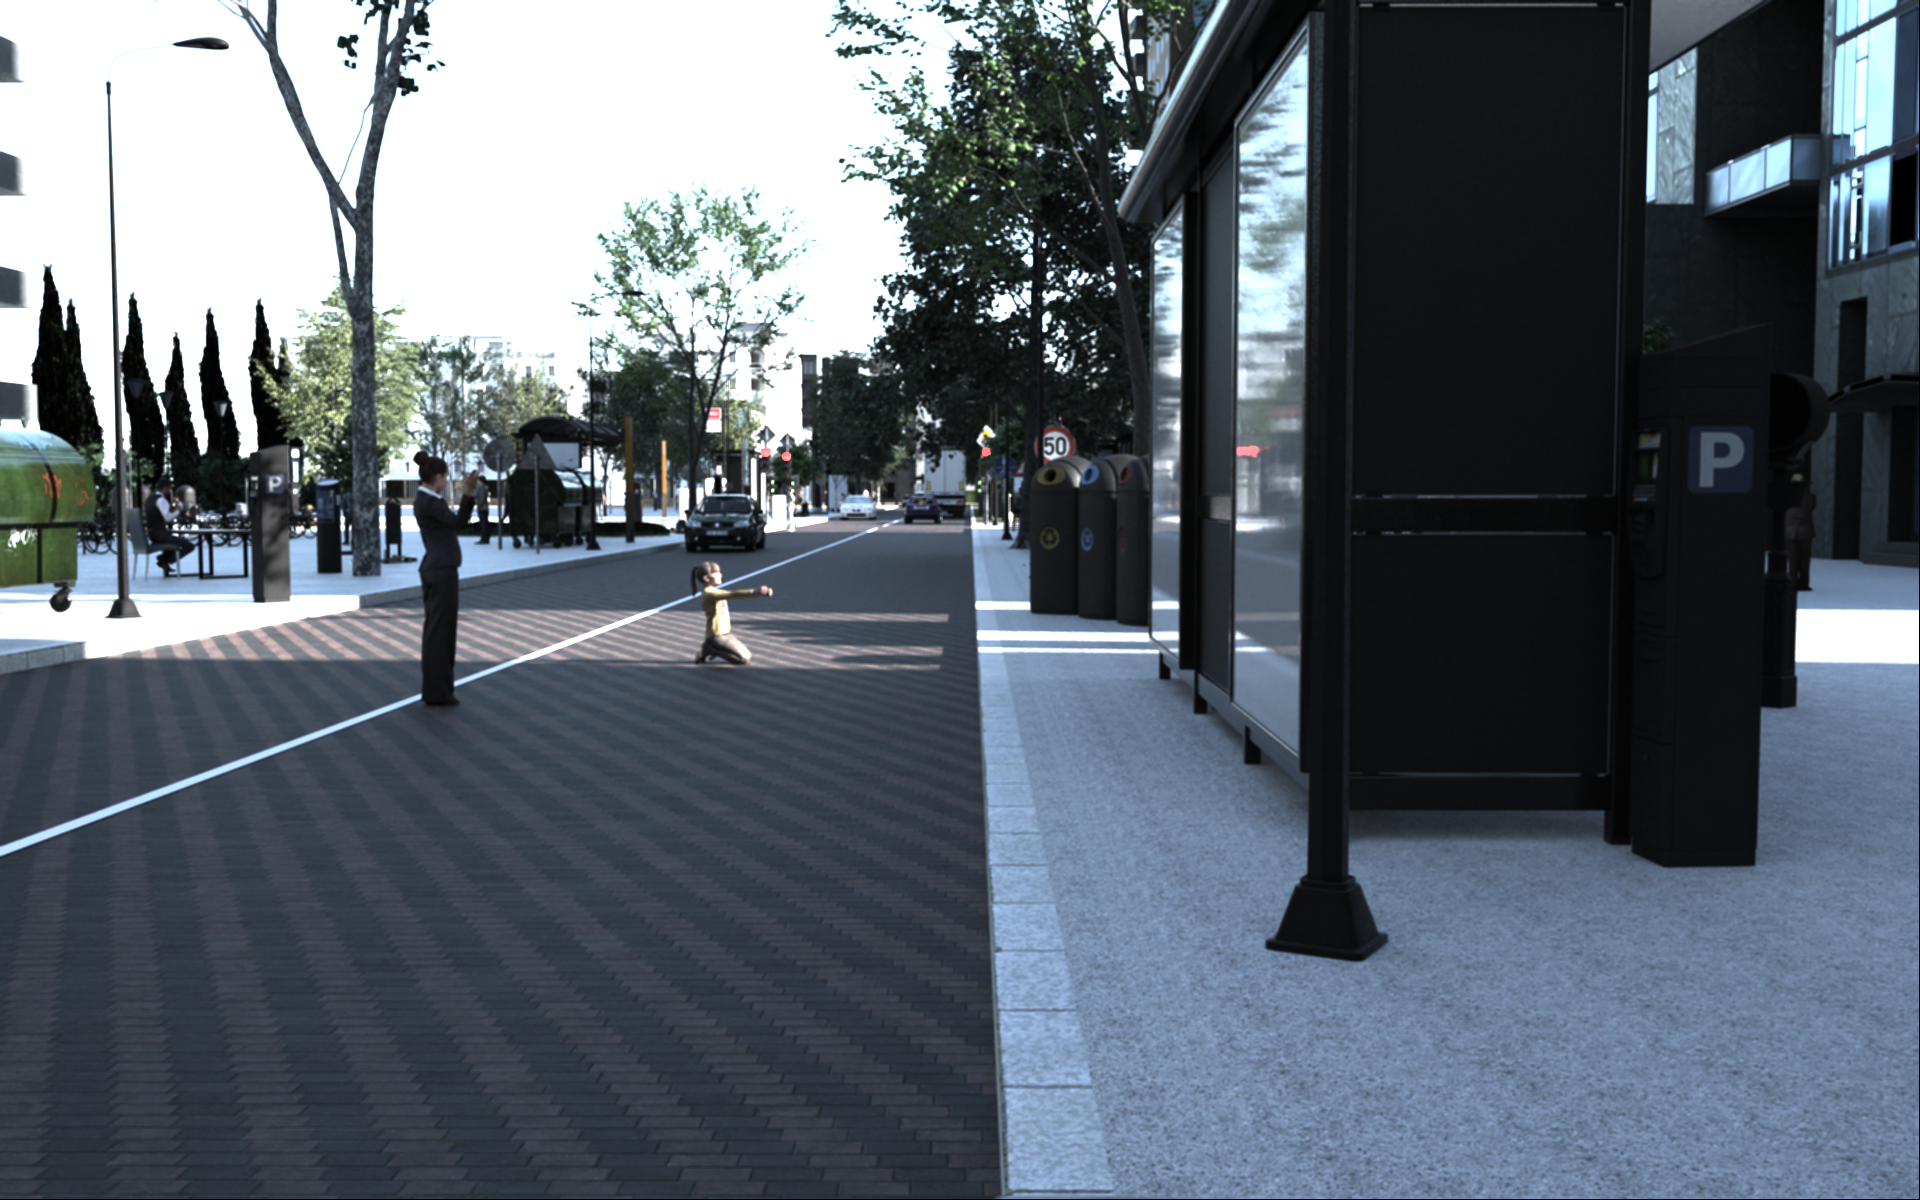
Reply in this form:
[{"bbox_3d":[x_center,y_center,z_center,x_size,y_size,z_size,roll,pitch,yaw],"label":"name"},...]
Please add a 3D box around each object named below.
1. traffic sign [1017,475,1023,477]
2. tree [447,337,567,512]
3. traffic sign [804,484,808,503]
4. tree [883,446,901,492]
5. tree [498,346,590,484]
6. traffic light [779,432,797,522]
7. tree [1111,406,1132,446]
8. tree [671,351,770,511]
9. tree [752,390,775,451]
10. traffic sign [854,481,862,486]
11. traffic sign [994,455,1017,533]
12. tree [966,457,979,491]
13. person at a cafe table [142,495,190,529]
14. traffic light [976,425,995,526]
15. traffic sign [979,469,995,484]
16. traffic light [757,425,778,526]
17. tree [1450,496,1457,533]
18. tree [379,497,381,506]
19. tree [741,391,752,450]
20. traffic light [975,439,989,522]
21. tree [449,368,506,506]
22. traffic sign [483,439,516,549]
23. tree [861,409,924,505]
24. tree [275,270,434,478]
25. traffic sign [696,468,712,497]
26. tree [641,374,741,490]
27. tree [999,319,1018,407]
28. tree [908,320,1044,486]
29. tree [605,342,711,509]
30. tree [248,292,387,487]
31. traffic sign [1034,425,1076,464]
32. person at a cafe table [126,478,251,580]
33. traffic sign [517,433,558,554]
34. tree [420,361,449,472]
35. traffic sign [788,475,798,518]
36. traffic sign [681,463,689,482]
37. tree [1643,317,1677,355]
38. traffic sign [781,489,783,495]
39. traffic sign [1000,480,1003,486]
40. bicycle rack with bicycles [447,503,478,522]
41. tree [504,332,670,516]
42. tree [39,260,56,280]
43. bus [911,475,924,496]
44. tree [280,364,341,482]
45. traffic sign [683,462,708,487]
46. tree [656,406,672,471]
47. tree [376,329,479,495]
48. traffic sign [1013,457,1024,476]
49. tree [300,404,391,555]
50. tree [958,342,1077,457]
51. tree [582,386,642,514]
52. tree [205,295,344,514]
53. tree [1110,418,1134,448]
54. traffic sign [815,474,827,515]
[{"bbox_3d":[2.169,-3.206,52.428,0.884,2.594,0.081,0,4,5],"label":"traffic sign"},{"bbox_3d":[-20.973,-8.030,81.660,4.360,8.622,3.978,0,3,0],"label":"tree"},{"bbox_3d":[-10.806,-7.368,120.577,0.768,2.556,0.104,0,4,2],"label":"traffic sign"},{"bbox_3d":[-8.117,-13.900,177.628,4.360,8.622,3.978,0,3,0],"label":"tree"},{"bbox_3d":[-21.427,-8.338,86.682,4.737,8.622,4.395,0,3,0],"label":"tree"},{"bbox_3d":[-7.818,-5.480,78.525,0.839,4.253,0.868,0,4,0],"label":"traffic light"},{"bbox_3d":[10.455,-11.025,130.615,4.737,8.622,4.395,0,3,0],"label":"tree"},{"bbox_3d":[-11.999,-8.532,89.864,4.737,8.622,4.395,0,3,0],"label":"tree"},{"bbox_3d":[-15.084,-10.453,121.276,4.360,8.622,3.978,0,3,0],"label":"tree"},{"bbox_3d":[-9.095,-9.408,153.930,0.768,2.556,0.104,1,4,8],"label":"traffic sign"},{"bbox_3d":[1.480,-3.451,56.530,0.768,2.556,0.104,0,4,1],"label":"traffic sign"},{"bbox_3d":[2.195,-12.559,155.700,4.360,8.622,3.978,0,3,0],"label":"tree"},{"bbox_3d":[-27.305,-2.960,59.261,1.726,1.238,1.698,-1,4,-17],"label":"person at a cafe table"},{"bbox_3d":[1.057,-4.990,70.504,0.839,4.253,0.868,0,4,0],"label":"traffic light"},{"bbox_3d":[1.320,-5.128,83.956,0.768,2.556,0.104,0,4,7],"label":"traffic sign"},{"bbox_3d":[-7.865,-4.992,70.540,0.839,4.253,0.868,0,4,0],"label":"traffic light"},{"bbox_3d":[9.894,-5.184,35.113,4.360,8.622,3.978,0,3,0],"label":"tree"},{"bbox_3d":[-57.040,-14.678,141.803,13.155,14.587,18.604,1,4,18],"label":"tree"},{"bbox_3d":[-16.800,-10.133,116.040,4.360,8.622,3.978,0,3,0],"label":"tree"},{"bbox_3d":[1.103,-5.478,78.489,0.839,4.253,0.868,0,4,0],"label":"traffic light"},{"bbox_3d":[-32.266,-11.532,122.953,8.767,10.594,7.601,-2,4,-24],"label":"tree"},{"bbox_3d":[-10.663,-2.446,40.094,0.768,2.556,0.104,0,4,3],"label":"traffic sign"},{"bbox_3d":[-7.749,-18.174,207.519,12.009,13.543,11.850,0,3,0],"label":"tree"},{"bbox_3d":[-30.870,-10.419,88.480,7.486,12.596,7.792,0,3,0],"label":"tree"},{"bbox_3d":[-10.025,-4.018,67.821,0.606,2.300,0.079,0,4,5],"label":"traffic sign"},{"bbox_3d":[-17.138,-9.783,110.312,4.360,8.622,3.978,0,3,0],"label":"tree"},{"bbox_3d":[4.166,-19.924,181.638,12.611,20.169,13.585,0,3,0],"label":"tree"},{"bbox_3d":[2.287,-13.228,122.934,9.857,13.997,8.962,0,3,0],"label":"tree"},{"bbox_3d":[-25.529,-14.682,146.702,9.857,13.997,8.962,0,3,0],"label":"tree"},{"bbox_3d":[-22.618,-6.805,61.617,4.737,8.622,4.395,0,3,0],"label":"tree"},{"bbox_3d":[1.768,-1.963,32.207,0.768,2.556,0.104,1,4,9],"label":"traffic sign"},{"bbox_3d":[-11.835,-1.098,26.466,1.698,1.524,1.622,3,4,38],"label":"person at a cafe table"},{"bbox_3d":[-9.070,-2.272,37.150,0.884,2.594,0.081,0,4,4],"label":"traffic sign"},{"bbox_3d":[-28.110,-8.926,96.298,4.360,8.622,3.978,0,3,0],"label":"tree"},{"bbox_3d":[-8.944,-5.528,92.508,0.606,2.300,0.079,1,4,9],"label":"traffic sign"},{"bbox_3d":[-11.120,-4.365,71.470,0.768,2.556,0.104,0,4,4],"label":"traffic sign"},{"bbox_3d":[9.885,-2.677,27.480,4.285,4.588,4.351,0,3,0],"label":"tree"},{"bbox_3d":[-10.666,-6.347,103.880,0.768,2.556,0.104,0,4,7],"label":"traffic sign"},{"bbox_3d":[3.054,-8.214,134.302,0.884,2.594,0.081,1,4,10],"label":"traffic sign"},{"bbox_3d":[-20.538,-3.470,70.114,2.852,0.926,2.925,-2,4,-31],"label":"bicycle rack with bicycles"},{"bbox_3d":[-20.457,-10.056,98.833,8.767,10.594,7.601,0,3,0],"label":"tree"},{"bbox_3d":[-54.702,-11.994,97.919,18.604,14.587,13.155,2,4,28],"label":"tree"},{"bbox_3d":[-4.734,-14.116,222.347,2.896,3.916,12.252,0,4,-1],"label":"bus"},{"bbox_3d":[-35.582,-8.939,96.514,4.360,8.622,3.978,0,3,0],"label":"tree"},{"bbox_3d":[-9.344,-3.745,61.226,0.884,2.594,0.081,0,4,2],"label":"traffic sign"},{"bbox_3d":[-21.979,-11.297,135.075,4.737,8.622,4.395,0,3,0],"label":"tree"},{"bbox_3d":[-32.444,-11.127,107.686,9.928,11.665,9.643,0,3,0],"label":"tree"},{"bbox_3d":[1.966,-3.036,49.647,0.884,2.594,0.081,0,4,2],"label":"traffic sign"},{"bbox_3d":[-12.867,-2.588,36.919,1.663,3.219,1.824,0,3,0],"label":"tree"},{"bbox_3d":[3.211,-9.750,93.828,7.601,10.594,8.767,2,4,27],"label":"tree"},{"bbox_3d":[-22.960,-10.022,114.219,4.360,8.622,3.978,0,3,0],"label":"tree"},{"bbox_3d":[-49.603,-13.210,117.806,13.155,14.587,18.604,-1,4,-14],"label":"tree"},{"bbox_3d":[8.566,-8.133,83.332,4.360,8.622,3.978,0,3,0],"label":"tree"},{"bbox_3d":[-8.457,-6.443,105.455,0.768,2.556,0.104,1,4,10],"label":"traffic sign"}]
